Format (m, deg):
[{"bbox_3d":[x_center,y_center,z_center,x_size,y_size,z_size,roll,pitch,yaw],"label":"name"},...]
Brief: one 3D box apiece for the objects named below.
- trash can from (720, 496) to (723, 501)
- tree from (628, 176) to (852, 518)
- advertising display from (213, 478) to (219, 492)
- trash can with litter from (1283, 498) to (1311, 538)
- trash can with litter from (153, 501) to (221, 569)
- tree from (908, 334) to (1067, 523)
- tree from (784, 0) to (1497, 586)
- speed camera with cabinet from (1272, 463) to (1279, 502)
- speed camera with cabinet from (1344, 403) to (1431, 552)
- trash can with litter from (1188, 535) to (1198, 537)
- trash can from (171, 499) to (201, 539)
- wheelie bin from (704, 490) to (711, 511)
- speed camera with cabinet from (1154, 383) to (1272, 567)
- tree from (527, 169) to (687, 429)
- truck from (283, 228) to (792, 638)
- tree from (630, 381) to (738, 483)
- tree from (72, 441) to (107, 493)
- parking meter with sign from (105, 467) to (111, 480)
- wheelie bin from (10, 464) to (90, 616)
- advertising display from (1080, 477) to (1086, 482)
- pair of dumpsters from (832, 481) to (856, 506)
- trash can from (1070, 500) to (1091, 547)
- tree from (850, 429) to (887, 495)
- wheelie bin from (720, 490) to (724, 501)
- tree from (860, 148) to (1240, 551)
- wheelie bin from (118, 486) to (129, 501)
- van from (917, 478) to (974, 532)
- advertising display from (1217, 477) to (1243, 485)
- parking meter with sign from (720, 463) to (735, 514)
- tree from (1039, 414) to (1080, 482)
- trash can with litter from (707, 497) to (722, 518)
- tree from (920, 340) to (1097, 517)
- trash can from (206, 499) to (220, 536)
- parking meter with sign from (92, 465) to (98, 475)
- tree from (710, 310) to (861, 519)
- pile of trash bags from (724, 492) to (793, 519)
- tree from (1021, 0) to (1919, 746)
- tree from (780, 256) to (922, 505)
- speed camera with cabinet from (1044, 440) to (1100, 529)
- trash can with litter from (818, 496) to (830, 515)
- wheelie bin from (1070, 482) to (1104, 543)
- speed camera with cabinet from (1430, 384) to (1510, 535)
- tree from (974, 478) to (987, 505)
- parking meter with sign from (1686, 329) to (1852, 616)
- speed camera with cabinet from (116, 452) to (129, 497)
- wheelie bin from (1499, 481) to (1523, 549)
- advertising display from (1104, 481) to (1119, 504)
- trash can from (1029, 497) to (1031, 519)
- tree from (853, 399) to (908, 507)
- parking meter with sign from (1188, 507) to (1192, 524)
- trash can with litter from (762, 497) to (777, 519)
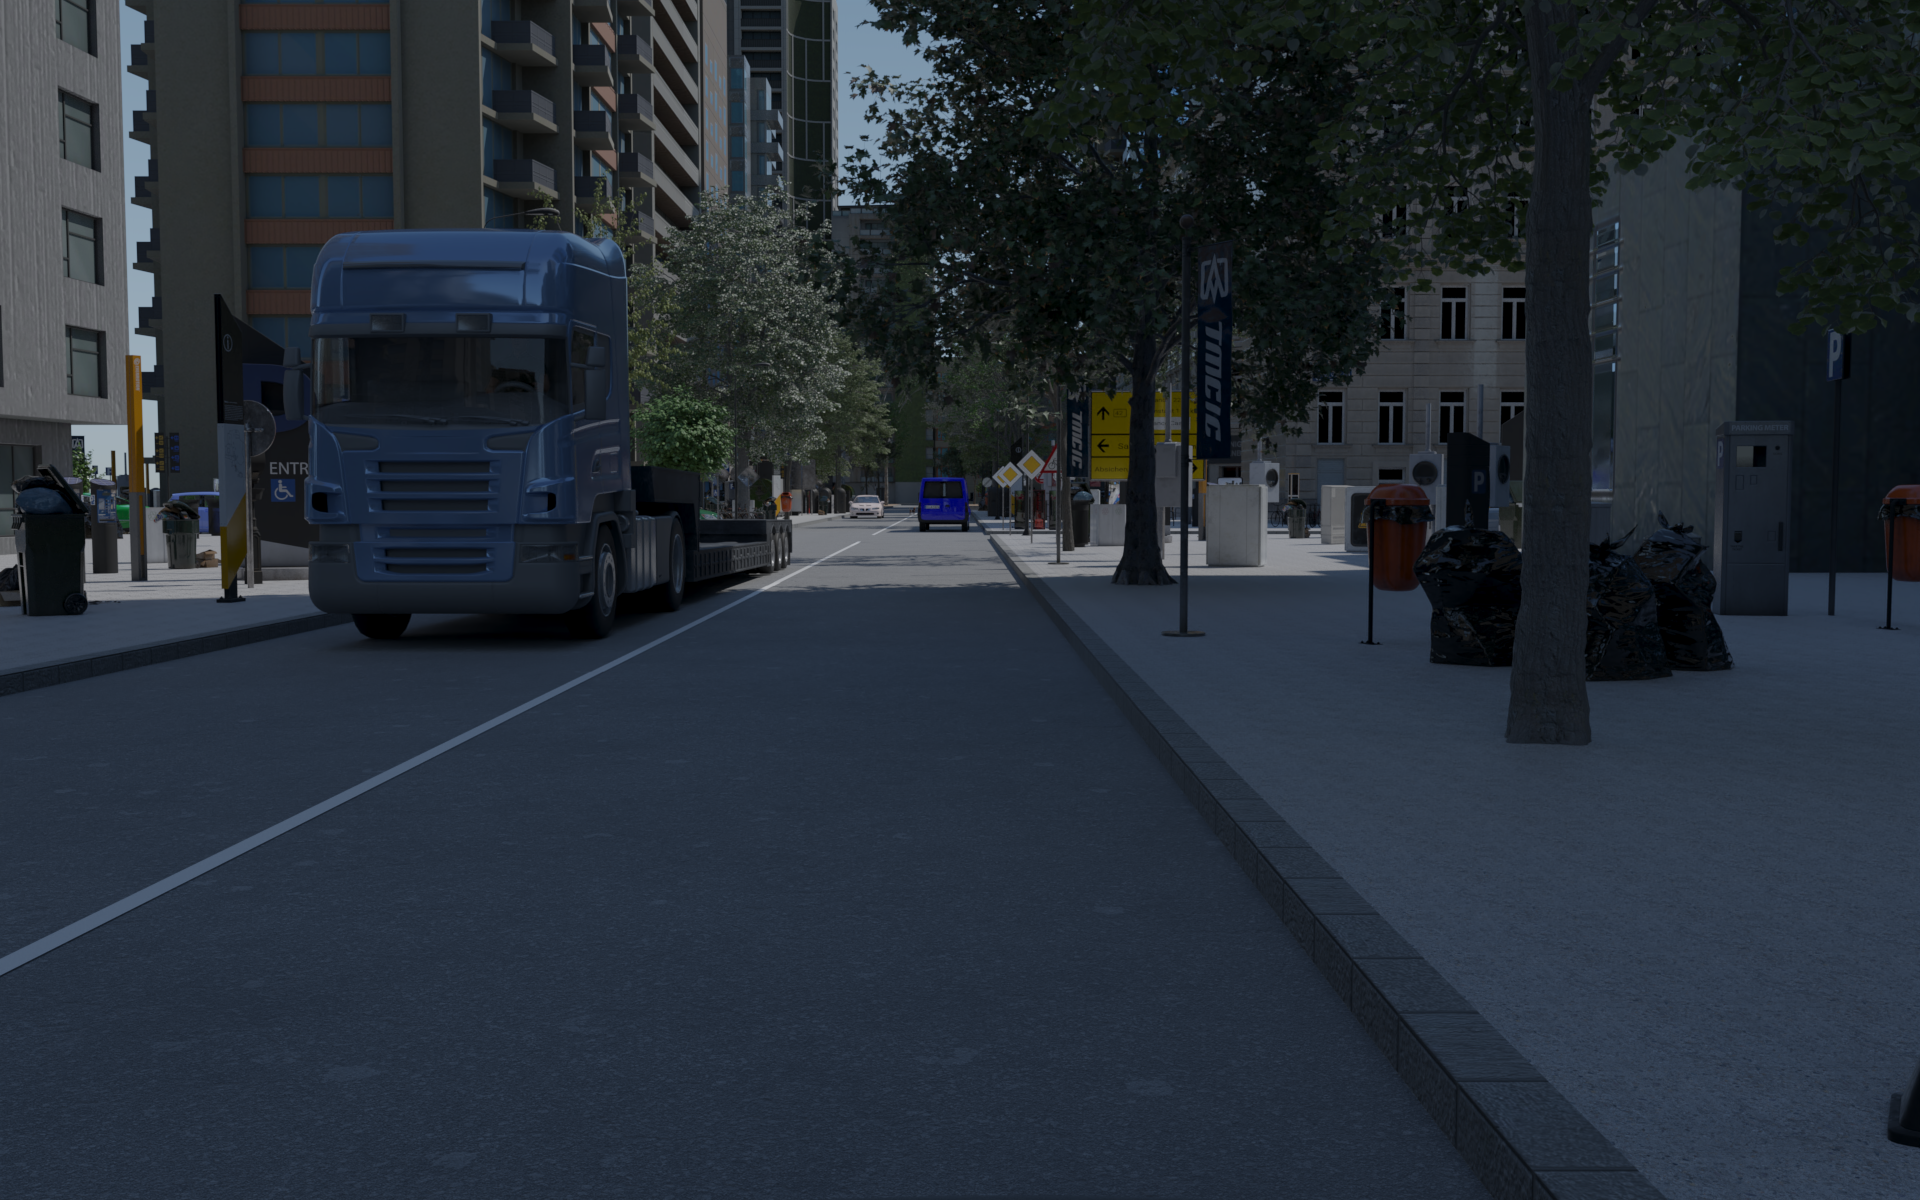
[{"bbox_3d":[-17.778,-7.070,127.251,0.748,1.137,0.748,0,3,0],"label":"trash can"},{"bbox_3d":[-8.845,-9.954,69.399,9.857,13.997,8.962,0,3,0],"label":"tree"},{"bbox_3d":[-30.047,-3.973,70.178,0.123,1.923,0.974,-3,4,-37],"label":"advertising display"},{"bbox_3d":[9.775,-2.370,50.142,0.624,1.170,1.055,2,4,27],"label":"trash can with litter"},{"bbox_3d":[-13.317,-1.133,29.911,0.624,1.170,1.055,1,4,17],"label":"trash can with litter"},{"bbox_3d":[2.656,-9.250,76.994,9.928,11.665,9.643,0,3,0],"label":"tree"},{"bbox_3d":[2.598,-6.562,24.299,9.611,12.733,9.660,0,3,0],"label":"tree"},{"bbox_3d":[8.047,-3.294,48.186,2.038,3.252,0.660,-3,5,-42],"label":"speed camera with cabinet"},{"bbox_3d":[9.524,-2.670,37.996,2.038,3.252,0.660,1,4,22],"label":"speed camera with cabinet"},{"bbox_3d":[7.790,-2.452,51.144,2.233,1.210,1.678,2,4,27],"label":"trash can with litter"},{"bbox_3d":[-21.075,-2.174,47.202,0.748,1.137,0.748,0,3,0],"label":"trash can"},{"bbox_3d":[-17.895,-7.068,123.476,0.693,1.594,0.980,-1,4,-13],"label":"wheelie bin"},{"bbox_3d":[4.420,-2.233,30.847,2.038,3.252,0.660,1,4,22],"label":"speed camera with cabinet"},{"bbox_3d":[-8.555,-5.494,40.186,4.737,8.622,4.395,0,3,0],"label":"tree"},{"bbox_3d":[-4.594,-2.103,24.137,2.967,4.110,18.799,0,4,1],"label":"truck"},{"bbox_3d":[-8.173,-4.095,50.661,4.285,4.588,4.351,0,3,0],"label":"tree"},{"bbox_3d":[-32.130,-4.213,63.490,1.663,3.219,1.824,0,3,0],"label":"tree"},{"bbox_3d":[-55.675,-7.138,112.966,0.543,3.016,1.738,-3,5,-44],"label":"parking meter with sign"},{"bbox_3d":[-9.668,-0.641,18.385,0.693,1.594,0.980,-3,4,-38],"label":"wheelie bin"},{"bbox_3d":[4.773,-3.807,67.461,0.123,1.923,0.974,0,4,-2],"label":"advertising display"},{"bbox_3d":[-8.518,-7.591,126.602,1.574,2.255,4.437,0,3,0],"label":"pair of dumpsters"},{"bbox_3d":[2.797,-1.845,41.821,0.748,1.137,0.748,0,3,0],"label":"trash can"},{"bbox_3d":[-8.487,-13.380,169.119,4.360,8.622,3.978,0,3,0],"label":"tree"},{"bbox_3d":[-18.129,-7.635,132.741,0.980,1.594,0.693,1,4,17],"label":"wheelie bin"},{"bbox_3d":[2.463,-6.393,38.938,8.767,10.594,7.601,0,4,1],"label":"tree"},{"bbox_3d":[-32.818,-3.706,68.500,0.980,1.594,0.693,-1,4,-20],"label":"wheelie bin"},{"bbox_3d":[-0.583,-3.855,67.409,2.240,2.365,5.245,0,4,1],"label":"van"},{"bbox_3d":[10.219,-3.691,65.566,0.974,1.923,0.123,1,4,19],"label":"advertising display"},{"bbox_3d":[-13.292,-6.451,101.729,0.543,3.016,1.738,3,5,43],"label":"parking meter with sign"},{"bbox_3d":[8.065,-11.066,131.295,4.737,8.622,4.395,0,3,0],"label":"tree"},{"bbox_3d":[-10.409,-3.873,74.715,1.055,1.170,0.624,2,4,33],"label":"trash can with litter"},{"bbox_3d":[2.997,-11.311,95.301,12.009,13.543,11.850,0,3,0],"label":"tree"},{"bbox_3d":[-22.733,-2.536,53.121,0.748,1.137,0.748,0,3,0],"label":"trash can"},{"bbox_3d":[-53.206,-6.649,104.976,1.738,3.016,0.543,0,4,1],"label":"parking meter with sign"},{"bbox_3d":[-8.533,-9.177,84.464,8.767,10.594,7.601,0,4,1],"label":"tree"},{"bbox_3d":[-9.606,-4.416,81.960,3.447,1.369,1.912,0,4,4],"label":"pile of trash bags"},{"bbox_3d":[2.867,-5.562,9.060,7.486,12.596,7.792,0,3,0],"label":"tree"},{"bbox_3d":[-7.944,-17.116,135.737,12.611,20.169,13.585,0,3,0],"label":"tree"},{"bbox_3d":[4.119,-4.246,63.750,2.038,3.252,0.660,1,4,9],"label":"speed camera with cabinet"},{"bbox_3d":[-8.241,-5.696,104.508,0.624,1.170,1.055,0,4,6],"label":"trash can with litter"},{"bbox_3d":[3.125,-2.313,45.725,0.693,1.594,0.980,-3,5,-44],"label":"wheelie bin"},{"bbox_3d":[9.100,-2.221,30.651,0.660,3.252,2.038,3,4,38],"label":"speed camera with cabinet"},{"bbox_3d":[2.453,-12.857,204.809,1.663,3.219,1.824,0,3,0],"label":"tree"},{"bbox_3d":[8.398,-1.352,18.374,1.738,3.016,0.543,1,4,11],"label":"parking meter with sign"},{"bbox_3d":[-40.188,-5.406,82.724,0.660,3.252,2.038,-3,4,-38],"label":"speed camera with cabinet"},{"bbox_3d":[13.084,-2.013,40.813,0.980,1.594,0.693,-2,4,-23],"label":"wheelie bin"},{"bbox_3d":[4.196,-2.597,47.682,0.123,1.923,0.974,2,4,25],"label":"advertising display"},{"bbox_3d":[3.741,-4.682,88.211,0.748,1.137,0.748,0,3,0],"label":"trash can"},{"bbox_3d":[-8.441,-15.365,176.966,9.928,11.665,9.643,0,3,0],"label":"tree"},{"bbox_3d":[9.628,-4.750,73.921,0.543,3.016,1.738,0,4,1],"label":"parking meter with sign"},{"bbox_3d":[-7.972,-3.645,70.981,0.624,1.170,1.055,-3,5,-43],"label":"trash can with litter"}]
